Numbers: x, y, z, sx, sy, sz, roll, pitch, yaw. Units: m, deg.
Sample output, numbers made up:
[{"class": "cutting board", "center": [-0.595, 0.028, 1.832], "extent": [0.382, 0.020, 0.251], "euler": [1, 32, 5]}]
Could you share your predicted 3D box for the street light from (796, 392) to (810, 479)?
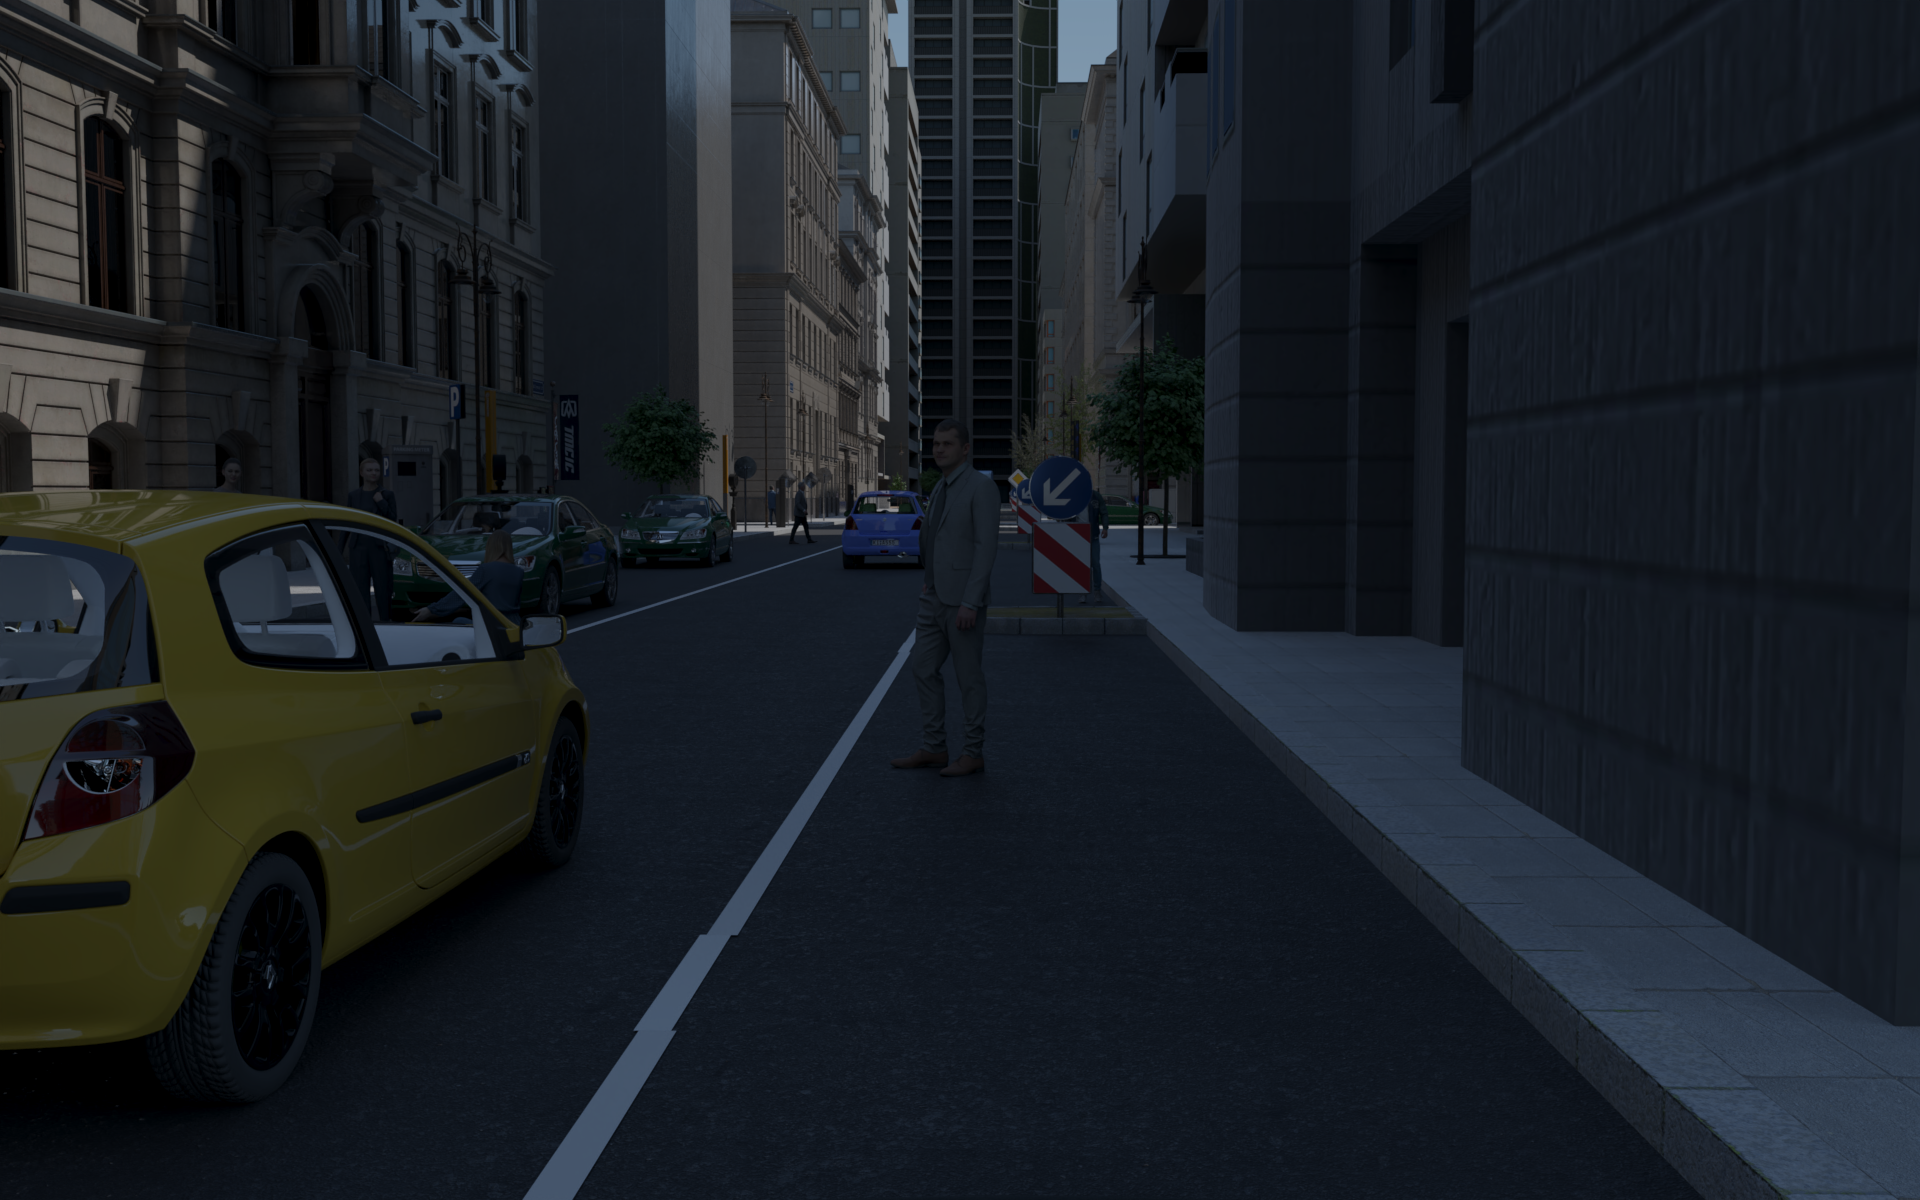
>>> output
[{"class": "street light", "center": [-6.982, -6.384, 77.168], "extent": [0.468, 5.910, 1.993], "euler": [0, 4, 2]}]

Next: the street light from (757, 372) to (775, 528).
[{"class": "street light", "center": [-7.338, -5.674, 65.551], "extent": [0.468, 5.910, 1.993], "euler": [0, 4, 2]}]

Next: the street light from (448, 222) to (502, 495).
[{"class": "street light", "center": [-8.296, -3.486, 29.782], "extent": [0.468, 5.910, 1.993], "euler": [0, 4, 2]}]

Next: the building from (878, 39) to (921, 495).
[{"class": "building", "center": [-15.720, -34.605, 189.500], "extent": [21.300, 48.544, 21.600], "euler": [0, 4, 2]}]

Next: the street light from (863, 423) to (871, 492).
[{"class": "street light", "center": [-6.010, -8.565, 112.828], "extent": [0.468, 5.910, 1.993], "euler": [0, 4, 2]}]

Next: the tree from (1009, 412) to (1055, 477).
[{"class": "tree", "center": [6.494, -12.487, 154.523], "extent": [4.360, 8.622, 3.978], "euler": [0, 3, 0]}]

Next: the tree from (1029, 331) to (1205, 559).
[{"class": "tree", "center": [4.193, -3.130, 34.896], "extent": [4.285, 4.588, 4.351], "euler": [0, 3, 0]}]

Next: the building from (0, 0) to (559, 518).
[{"class": "building", "center": [-16.802, -12.881, 29.696], "extent": [14.460, 24.649, 34.723], "euler": [0, 4, 2]}]

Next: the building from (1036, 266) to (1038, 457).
[{"class": "building", "center": [16.597, -27.362, 219.076], "extent": [14.160, 30.474, 14.107], "euler": [0, 4, 2]}]

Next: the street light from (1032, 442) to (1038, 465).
[{"class": "street light", "center": [6.537, -10.889, 150.820], "extent": [0.468, 5.910, 1.993], "euler": [0, 4, 2]}]

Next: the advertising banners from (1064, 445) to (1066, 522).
[{"class": "advertising banners", "center": [3.723, -3.999, 61.567], "extent": [0.090, 3.025, 2.074], "euler": [0, 4, 3]}]

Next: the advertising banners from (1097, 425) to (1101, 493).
[{"class": "advertising banners", "center": [3.530, -2.935, 44.178], "extent": [0.090, 3.025, 2.074], "euler": [0, 4, 4]}]

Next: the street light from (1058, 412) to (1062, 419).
[{"class": "street light", "center": [4.703, -6.470, 78.576], "extent": [0.468, 5.910, 1.993], "euler": [0, 4, 2]}]

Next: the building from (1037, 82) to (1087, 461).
[{"class": "building", "center": [19.826, -35.285, 200.609], "extent": [21.300, 48.544, 21.600], "euler": [0, 4, 2]}]

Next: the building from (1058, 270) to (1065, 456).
[{"class": "building", "center": [13.156, -17.876, 141.419], "extent": [9.793, 20.994, 18.267], "euler": [0, 4, 2]}]

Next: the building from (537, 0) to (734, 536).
[{"class": "building", "center": [-23.651, -14.747, 60.186], "extent": [30.058, 24.678, 14.314], "euler": [0, 4, 2]}]

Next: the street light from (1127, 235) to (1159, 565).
[{"class": "street light", "center": [3.276, -3.574, 31.225], "extent": [0.468, 5.910, 1.993], "euler": [0, 4, 2]}]

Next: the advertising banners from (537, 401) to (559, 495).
[{"class": "advertising banners", "center": [-7.646, -2.206, 32.261], "extent": [0.090, 3.025, 2.074], "euler": [0, 4, -3]}]

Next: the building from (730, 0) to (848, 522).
[{"class": "building", "center": [-13.080, -17.878, 89.569], "extent": [12.463, 27.353, 25.104], "euler": [0, 4, 2]}]

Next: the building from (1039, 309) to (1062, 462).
[{"class": "building", "center": [22.114, -20.251, 176.144], "extent": [27.650, 21.520, 28.899], "euler": [0, 4, 2]}]

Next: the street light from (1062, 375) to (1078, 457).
[{"class": "street light", "center": [4.342, -5.798, 67.592], "extent": [0.468, 5.910, 1.993], "euler": [0, 4, 2]}]

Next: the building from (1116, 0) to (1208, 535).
[{"class": "building", "center": [18.979, -28.296, 51.886], "extent": [28.713, 52.752, 27.495], "euler": [0, 4, 2]}]

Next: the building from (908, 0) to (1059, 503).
[{"class": "building", "center": [3.479, -49.293, 244.186], "extent": [20.611, 71.187, 20.563], "euler": [0, 4, 2]}]

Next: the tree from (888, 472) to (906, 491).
[{"class": "tree", "center": [-5.591, -9.642, 152.250], "extent": [1.663, 3.219, 1.824], "euler": [0, 3, 0]}]

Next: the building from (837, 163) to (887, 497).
[{"class": "building", "center": [-13.282, -21.144, 133.087], "extent": [14.401, 28.519, 23.554], "euler": [0, 4, 2]}]

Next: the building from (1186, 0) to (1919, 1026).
[{"class": "building", "center": [13.122, -28.995, 16.070], "extent": [21.231, 58.520, 28.212], "euler": [0, 4, 2]}]

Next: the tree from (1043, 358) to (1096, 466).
[{"class": "tree", "center": [6.384, -8.827, 94.684], "extent": [4.737, 8.622, 4.395], "euler": [0, 3, 0]}]

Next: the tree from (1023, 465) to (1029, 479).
[{"class": "tree", "center": [7.099, -10.774, 159.873], "extent": [4.285, 4.588, 4.351], "euler": [0, 3, 0]}]

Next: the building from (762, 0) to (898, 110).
[{"class": "building", "center": [-20.904, -35.215, 165.003], "extent": [28.713, 52.752, 27.495], "euler": [0, 4, 2]}]

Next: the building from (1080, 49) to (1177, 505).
[{"class": "building", "center": [15.851, -15.460, 81.650], "extent": [19.941, 23.489, 11.050], "euler": [0, 4, 2]}]

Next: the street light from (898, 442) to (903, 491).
[{"class": "street light", "center": [-5.052, -10.744, 148.457], "extent": [0.468, 5.910, 1.993], "euler": [0, 4, 2]}]

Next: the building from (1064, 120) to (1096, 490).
[{"class": "building", "center": [17.132, -18.988, 114.975], "extent": [19.350, 26.468, 34.151], "euler": [0, 4, 2]}]

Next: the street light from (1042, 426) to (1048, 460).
[{"class": "street light", "center": [5.628, -8.684, 114.775], "extent": [0.468, 5.910, 1.993], "euler": [0, 4, 2]}]

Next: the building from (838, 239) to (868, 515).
[{"class": "building", "center": [-11.974, -15.127, 111.952], "extent": [10.561, 19.102, 19.286], "euler": [0, 4, 2]}]

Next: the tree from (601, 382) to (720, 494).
[{"class": "tree", "center": [-8.668, -4.079, 50.403], "extent": [4.285, 4.588, 4.351], "euler": [0, 3, 0]}]

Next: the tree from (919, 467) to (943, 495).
[{"class": "tree", "center": [-3.455, -13.743, 208.415], "extent": [4.285, 4.588, 4.351], "euler": [0, 3, 0]}]
